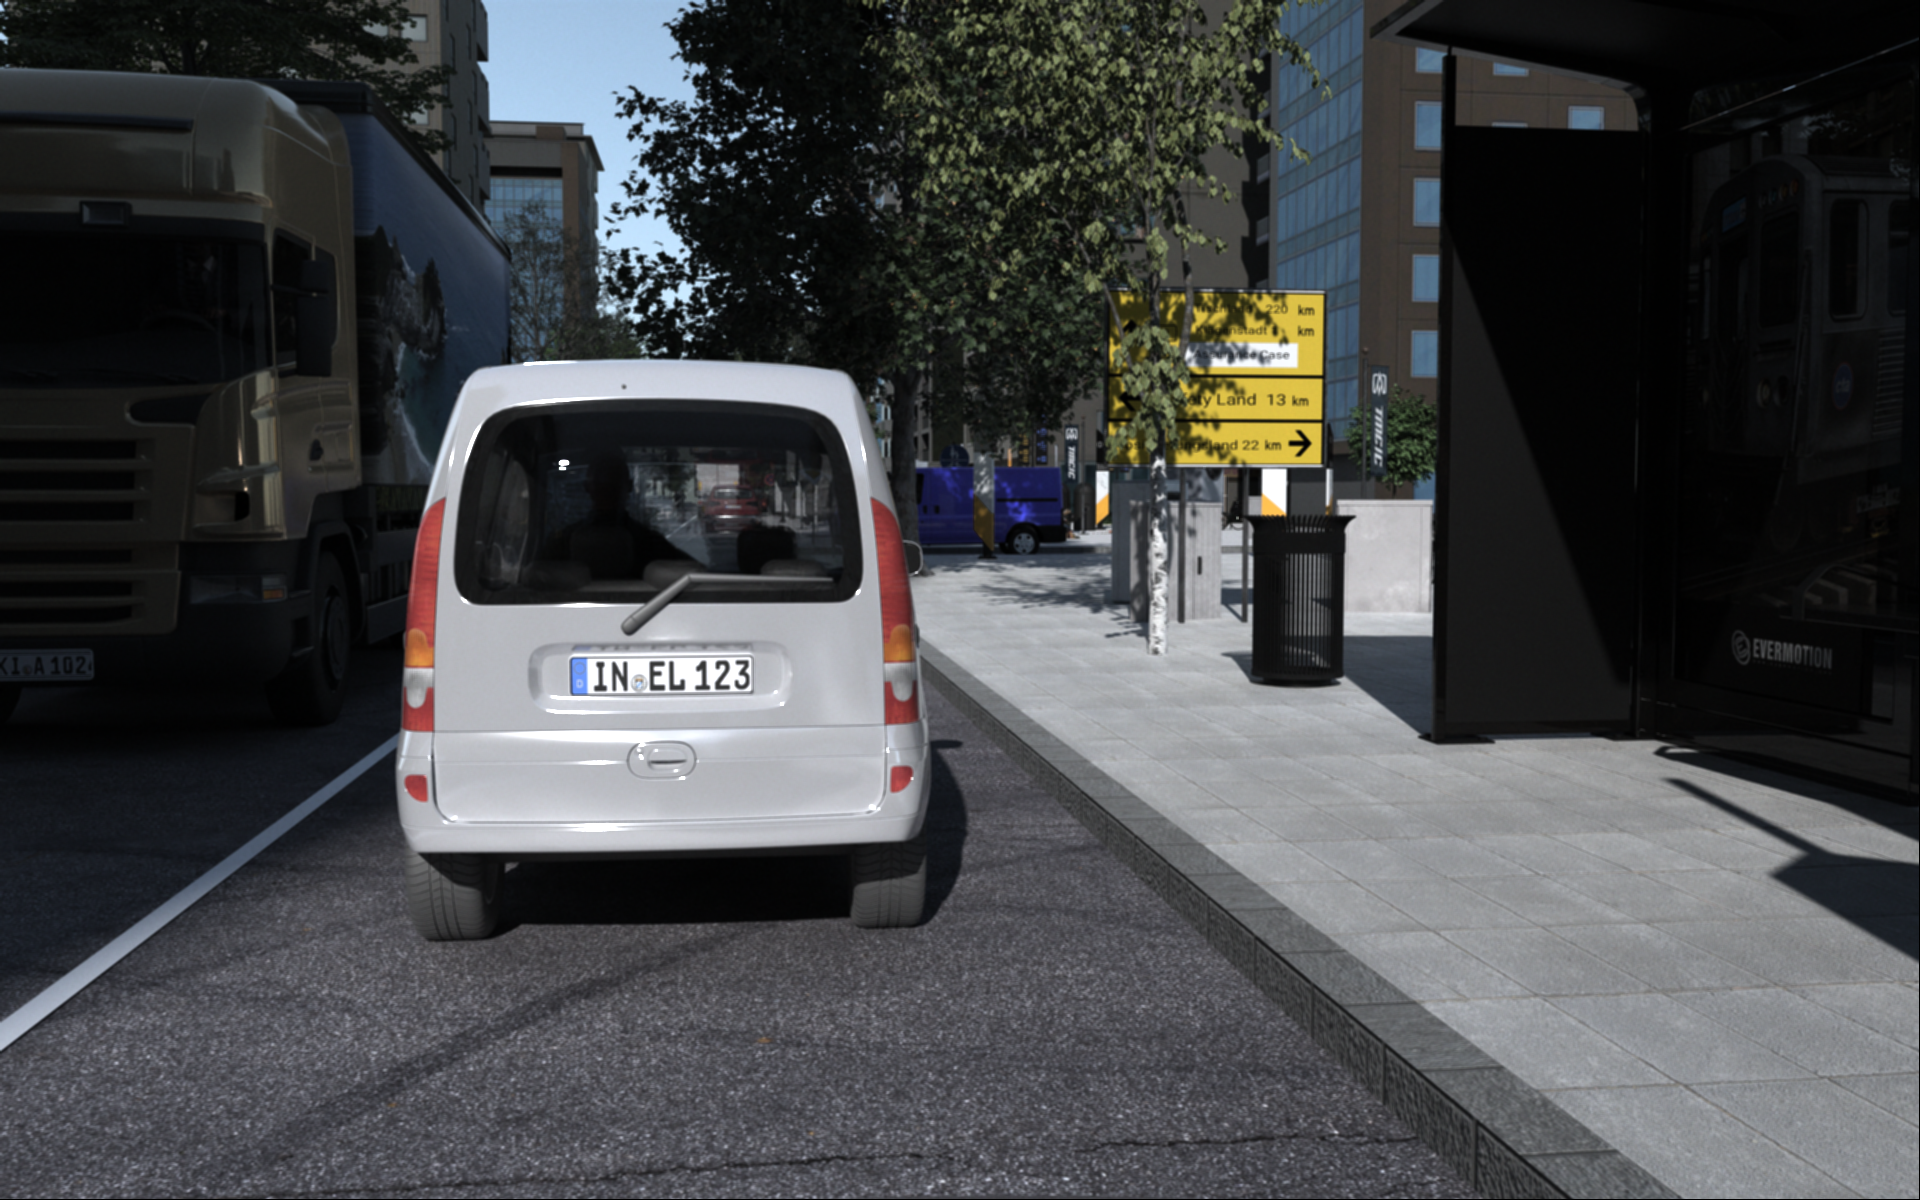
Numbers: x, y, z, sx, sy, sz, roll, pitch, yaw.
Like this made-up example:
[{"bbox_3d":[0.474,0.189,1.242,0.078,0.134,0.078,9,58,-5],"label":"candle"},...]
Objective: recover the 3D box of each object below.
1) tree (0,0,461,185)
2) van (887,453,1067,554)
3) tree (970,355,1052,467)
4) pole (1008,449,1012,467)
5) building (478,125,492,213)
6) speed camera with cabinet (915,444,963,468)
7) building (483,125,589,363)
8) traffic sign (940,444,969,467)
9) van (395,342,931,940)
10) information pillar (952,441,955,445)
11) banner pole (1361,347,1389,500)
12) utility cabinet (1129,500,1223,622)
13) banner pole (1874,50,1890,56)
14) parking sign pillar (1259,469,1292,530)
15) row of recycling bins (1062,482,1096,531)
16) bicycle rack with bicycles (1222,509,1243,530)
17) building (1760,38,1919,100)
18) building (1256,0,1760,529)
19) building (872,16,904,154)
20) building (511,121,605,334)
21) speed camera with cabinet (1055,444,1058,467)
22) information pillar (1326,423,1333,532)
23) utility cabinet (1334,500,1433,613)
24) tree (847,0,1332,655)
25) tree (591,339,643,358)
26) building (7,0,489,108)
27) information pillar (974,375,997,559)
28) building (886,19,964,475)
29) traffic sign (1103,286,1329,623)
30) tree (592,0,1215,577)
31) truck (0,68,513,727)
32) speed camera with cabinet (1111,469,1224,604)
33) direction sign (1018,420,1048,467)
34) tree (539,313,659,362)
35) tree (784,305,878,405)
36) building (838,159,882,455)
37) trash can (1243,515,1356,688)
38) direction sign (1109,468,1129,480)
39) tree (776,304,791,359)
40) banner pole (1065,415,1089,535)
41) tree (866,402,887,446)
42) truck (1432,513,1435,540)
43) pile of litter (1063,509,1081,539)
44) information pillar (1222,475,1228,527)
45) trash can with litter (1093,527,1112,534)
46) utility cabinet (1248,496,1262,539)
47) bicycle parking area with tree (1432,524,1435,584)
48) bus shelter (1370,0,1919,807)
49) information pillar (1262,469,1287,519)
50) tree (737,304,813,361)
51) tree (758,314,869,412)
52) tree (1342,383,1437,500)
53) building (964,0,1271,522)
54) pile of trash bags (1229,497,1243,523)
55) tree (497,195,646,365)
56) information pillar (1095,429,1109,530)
[{"bbox_3d":[-10.933,-6.514,24.628,7.486,12.596,7.792,0,3,0],"label":"tree"},{"bbox_3d":[-0.302,-2.111,38.891,5.245,2.365,2.240,0,4,-6],"label":"van"},{"bbox_3d":[2.400,-7.047,65.578,4.360,8.622,3.978,0,3,0],"label":"tree"},{"bbox_3d":[2.264,-5.181,78.559,0.158,3.312,0.155,0,3,0],"label":"pole"},{"bbox_3d":[-54.774,-28.078,150.952,32.217,40.220,23.993,0,4,-8],"label":"building"},{"bbox_3d":[-0.828,-3.154,45.912,0.660,3.252,2.038,-3,5,-40],"label":"speed camera with cabinet"},{"bbox_3d":[-53.386,-34.498,214.157,14.600,45.320,14.200,0,4,-8],"label":"building"},{"bbox_3d":[-0.141,-2.713,44.464,0.768,2.556,0.104,0,3,0],"label":"traffic sign"},{"bbox_3d":[-1.098,0.001,7.003,2.013,2.044,4.112,0,4,-7],"label":"van"},{"bbox_3d":[-0.141,-5.162,75.758,0.504,3.616,0.183,0,4,-4],"label":"information pillar"},{"bbox_3d":[7.073,-2.426,29.684,0.863,3.779,0.401,-3,4,-38],"label":"banner pole"},{"bbox_3d":[2.213,-0.398,17.675,1.020,1.237,0.306,-2,4,-35],"label":"utility cabinet"},{"bbox_3d":[4.786,-1.161,8.997,0.401,3.779,0.863,3,4,39],"label":"banner pole"},{"bbox_3d":[11.341,-4.514,62.271,1.447,3.967,1.447,-3,5,-42],"label":"parking sign pillar"},{"bbox_3d":[3.171,-3.333,61.601,3.534,1.692,1.069,2,4,26],"label":"row of recycling bins"},{"bbox_3d":[8.921,-3.007,62.545,2.925,0.926,2.852,1,4,18],"label":"bicycle rack with bicycles"},{"bbox_3d":[42.126,-25.496,66.964,14.200,45.320,14.600,0,4,-8],"label":"building"},{"bbox_3d":[20.065,-25.337,64.378,14.200,45.320,14.600,0,4,-8],"label":"building"},{"bbox_3d":[2.938,-33.606,169.059,23.786,49.044,30.456,0,4,-8],"label":"building"},{"bbox_3d":[-66.046,-40.295,248.063,28.713,52.752,27.495,0,4,-8],"label":"building"},{"bbox_3d":[3.445,-4.595,69.470,0.660,3.252,2.038,-1,4,-17],"label":"speed camera with cabinet"},{"bbox_3d":[12.161,-4.015,57.007,0.183,3.616,0.504,2,4,26],"label":"information pillar"},{"bbox_3d":[4.600,-0.471,18.868,1.020,1.237,0.306,0,4,7],"label":"utility cabinet"},{"bbox_3d":[1.352,-3.866,13.564,4.737,8.622,4.395,0,3,0],"label":"tree"},{"bbox_3d":[-25.550,-13.850,133.101,9.857,13.997,8.962,0,3,0],"label":"tree"},{"bbox_3d":[-49.207,-32.790,125.359,28.713,52.752,27.495,0,4,-8],"label":"building"},{"bbox_3d":[0.483,-2.620,34.187,0.504,3.616,0.183,3,5,41],"label":"information pillar"},{"bbox_3d":[4.895,-43.067,142.405,20.563,71.187,20.611,0,4,-8],"label":"building"},{"bbox_3d":[2.529,-1.425,17.170,2.265,3.308,0.079,0,4,-7],"label":"traffic sign"},{"bbox_3d":[-0.859,-6.716,26.817,9.611,12.733,9.660,0,3,0],"label":"tree"},{"bbox_3d":[-5.509,-1.530,13.934,2.839,4.237,11.283,0,4,-8],"label":"truck"},{"bbox_3d":[2.537,-1.624,20.892,0.660,3.252,2.038,2,4,32],"label":"speed camera with cabinet"},{"bbox_3d":[1.974,-3.368,47.056,0.876,3.537,0.379,2,4,28],"label":"direction sign"},{"bbox_3d":[-20.582,-10.509,97.582,9.928,11.665,9.643,0,3,0],"label":"tree"},{"bbox_3d":[-4.724,-6.540,57.288,4.360,8.622,3.978,0,3,0],"label":"tree"},{"bbox_3d":[-8.824,-35.208,225.753,14.600,45.320,14.200,0,4,-8],"label":"building"},{"bbox_3d":[2.274,0.000,11.649,0.748,1.137,0.748,0,3,0],"label":"trash can"},{"bbox_3d":[5.703,-4.335,62.882,0.876,3.537,0.379,1,4,9],"label":"direction sign"},{"bbox_3d":[-17.948,-18.719,161.944,12.611,20.169,13.585,0,3,0],"label":"tree"},{"bbox_3d":[3.690,-3.970,54.934,0.863,3.779,0.401,-1,4,-16],"label":"banner pole"},{"bbox_3d":[-3.754,-4.129,51.222,4.285,4.588,4.351,0,3,0],"label":"tree"},{"bbox_3d":[18.967,-3.178,41.718,18.799,4.110,2.967,0,4,-8],"label":"truck"},{"bbox_3d":[2.852,-2.222,50.301,1.176,0.858,1.719,-1,4,-14],"label":"pile of litter"},{"bbox_3d":[10.348,-3.895,68.182,0.304,2.012,0.304,2,4,27],"label":"information pillar"},{"bbox_3d":[5.541,-2.737,55.805,2.233,1.210,1.678,2,4,35],"label":"trash can with litter"},{"bbox_3d":[8.637,-2.328,49.232,0.306,1.237,1.020,-2,4,-34],"label":"utility cabinet"},{"bbox_3d":[10.132,-2.221,23.322,8.231,4.147,9.016,0,4,7],"label":"bicycle parking area with tree"},{"bbox_3d":[3.340,-0.896,5.925,1.731,3.624,6.357,0,4,-8],"label":"bus shelter"},{"bbox_3d":[6.114,-2.583,33.580,0.504,3.616,0.183,1,4,15],"label":"information pillar"},{"bbox_3d":[-11.546,-12.388,109.198,9.857,13.997,8.962,0,3,0],"label":"tree"},{"bbox_3d":[-7.959,-9.235,85.407,7.601,10.594,8.767,-1,4,-18],"label":"tree"},{"bbox_3d":[12.962,-4.134,51.310,4.285,4.588,4.351,0,3,0],"label":"tree"},{"bbox_3d":[12.174,-28.463,89.070,21.300,48.544,21.600,0,4,-8],"label":"building"},{"bbox_3d":[11.291,-4.150,77.606,3.447,1.369,1.912,1,4,22],"label":"pile of trash bags"},{"bbox_3d":[-17.439,-9.899,72.226,12.009,13.543,11.850,0,3,0],"label":"tree"},{"bbox_3d":[5.117,-4.337,62.270,0.504,3.616,0.183,2,4,25],"label":"information pillar"}]
